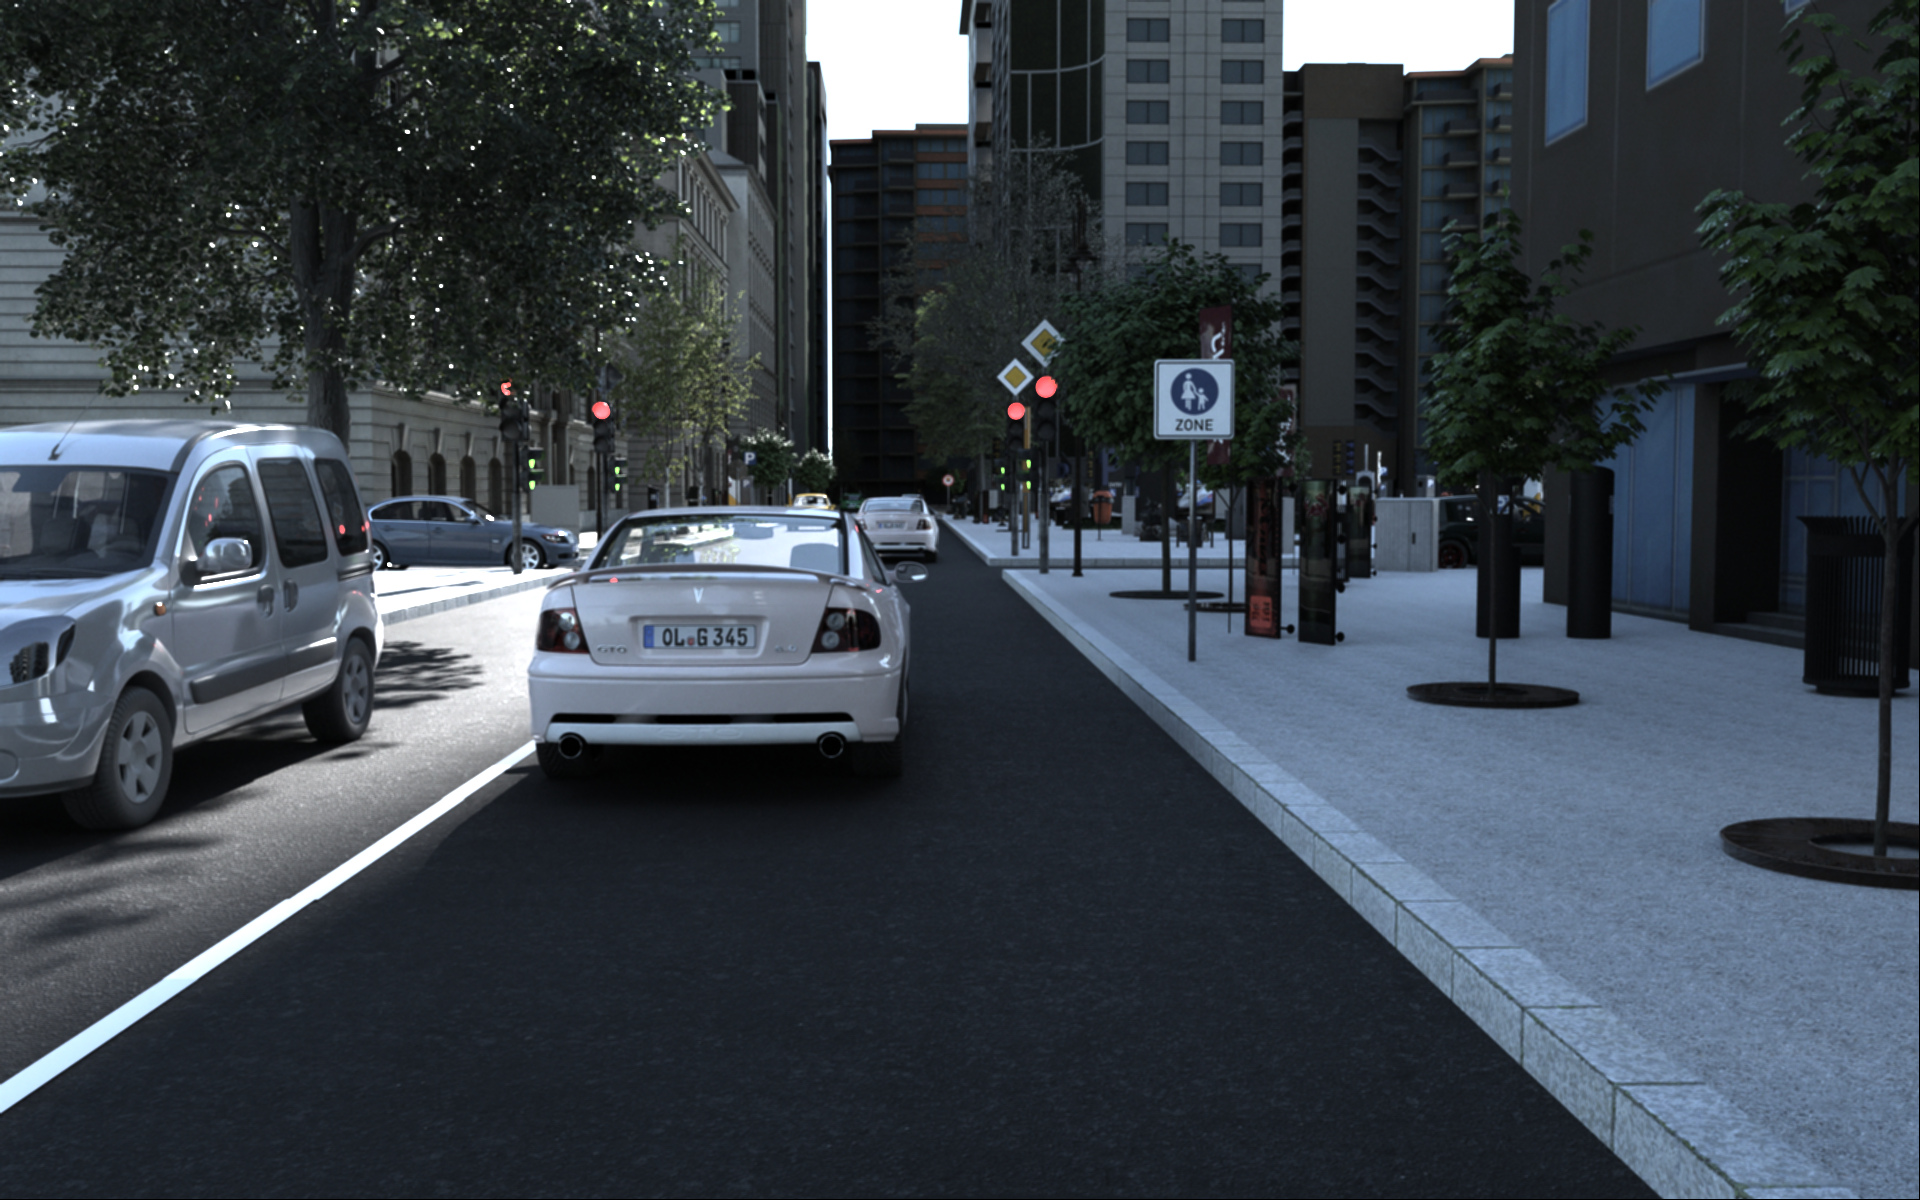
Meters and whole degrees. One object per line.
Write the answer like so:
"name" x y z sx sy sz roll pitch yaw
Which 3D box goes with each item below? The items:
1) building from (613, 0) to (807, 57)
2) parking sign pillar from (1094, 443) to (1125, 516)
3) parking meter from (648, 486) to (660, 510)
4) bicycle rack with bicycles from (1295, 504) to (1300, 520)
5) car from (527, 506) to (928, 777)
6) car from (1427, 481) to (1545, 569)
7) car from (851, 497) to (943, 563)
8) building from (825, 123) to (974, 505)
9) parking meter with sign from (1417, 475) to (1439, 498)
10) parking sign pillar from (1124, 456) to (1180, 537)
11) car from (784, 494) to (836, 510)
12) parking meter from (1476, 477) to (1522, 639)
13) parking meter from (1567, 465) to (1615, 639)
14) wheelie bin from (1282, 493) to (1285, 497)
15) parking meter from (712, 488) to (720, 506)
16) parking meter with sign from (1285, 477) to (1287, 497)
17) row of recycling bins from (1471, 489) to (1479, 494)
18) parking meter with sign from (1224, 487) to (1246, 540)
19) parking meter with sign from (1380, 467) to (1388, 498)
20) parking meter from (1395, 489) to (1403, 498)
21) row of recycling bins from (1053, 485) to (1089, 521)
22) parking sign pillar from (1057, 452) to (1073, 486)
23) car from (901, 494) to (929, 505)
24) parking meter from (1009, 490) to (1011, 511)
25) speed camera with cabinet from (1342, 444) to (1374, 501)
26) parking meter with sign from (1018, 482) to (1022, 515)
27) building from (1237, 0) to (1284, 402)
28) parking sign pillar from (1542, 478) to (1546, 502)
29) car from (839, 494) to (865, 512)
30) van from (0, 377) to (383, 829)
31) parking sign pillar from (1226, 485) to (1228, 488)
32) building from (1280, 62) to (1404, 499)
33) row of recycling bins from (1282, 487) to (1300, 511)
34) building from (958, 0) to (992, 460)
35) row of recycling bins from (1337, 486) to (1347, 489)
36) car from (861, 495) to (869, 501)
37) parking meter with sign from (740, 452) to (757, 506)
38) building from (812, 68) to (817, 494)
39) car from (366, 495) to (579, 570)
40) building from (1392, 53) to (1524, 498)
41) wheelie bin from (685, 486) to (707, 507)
"building" -19.003 -27.428 132.041 14.154 41.232 14.086 0 4 -2
"parking sign pillar" 6.301 -5.165 72.921 1.447 3.967 1.447 -2 4 -33
"parking meter" -9.248 -2.691 52.416 0.372 1.533 0.369 0 3 0
"bicycle rack with bicycles" 18.274 -4.548 87.737 2.925 0.926 2.852 -2 4 -27
"car" -1.230 0.134 10.163 2.083 1.381 4.827 0 4 -1
"car" 9.995 -1.313 31.252 4.222 1.686 2.009 0 3 0
"car" -1.405 -1.545 37.629 2.083 1.381 4.827 0 4 0
"building" -2.796 -33.806 207.345 28.867 44.769 22.147 0 4 -2
"parking meter with sign" 18.612 -4.459 69.162 0.543 3.016 1.738 -1 4 -20
"parking sign pillar" 5.967 -3.900 52.231 1.447 3.967 1.447 -1 4 -13
"car" -5.900 -3.575 68.669 2.015 1.641 3.980 0 4 0
"parking meter" 4.824 -0.433 15.489 0.372 1.533 0.369 0 3 0
"parking meter" 5.625 -0.431 15.450 0.372 1.533 0.369 0 3 0
"wheelie bin" 18.558 -5.705 101.187 0.693 1.594 0.980 -1 4 -18
"parking meter" -10.727 -4.147 76.208 0.372 1.533 0.369 0 3 0
"parking meter with sign" 12.372 -4.517 70.110 1.738 3.016 0.543 1 4 23
"row of recycling bins" 26.983 -4.936 87.820 1.069 1.692 3.534 -1 4 -9
"parking meter with sign" 7.976 -3.194 48.489 0.543 3.016 1.738 -1 4 -20
"parking meter with sign" 26.950 -6.982 110.417 0.543 3.016 1.738 1 4 14
"parking meter" 22.796 -4.988 89.965 0.372 1.533 0.369 0 3 0
"row of recycling bins" 5.255 -4.564 81.742 1.069 1.692 3.534 -1 4 -14
"parking sign pillar" 6.628 -7.392 109.337 1.447 3.967 1.447 -2 4 -28
"car" -2.851 -5.593 103.451 2.014 1.417 4.499 0 4 0
"parking meter" 2.658 -4.865 87.946 0.372 1.533 0.369 0 3 0
"speed camera with cabinet" 15.438 -4.565 68.976 2.038 3.252 0.660 1 4 17
"parking meter with sign" 3.680 -6.807 107.553 0.543 3.016 1.738 -2 4 -32
"building" 11.213 -42.053 125.817 20.563 71.187 20.611 0 4 -2
"parking sign pillar" 30.541 -6.144 88.924 1.447 3.967 1.447 -3 5 -42
"car" -8.031 -7.352 129.008 1.959 1.807 4.718 0 4 -2
"van" -4.324 -0.104 8.712 2.013 2.044 4.112 0 4 0
"parking sign pillar" 13.352 -6.249 90.642 1.447 3.967 1.447 -1 4 -12
"building" 36.111 -32.262 177.600 14.200 45.320 14.600 0 4 -2
"row of recycling bins" 18.822 -5.840 102.595 3.534 1.692 1.069 0 4 -4
"building" 14.565 -35.586 171.067 28.713 52.752 27.495 0 4 -2
"row of recycling bins" 20.364 -5.158 91.439 1.069 1.692 3.534 -2 4 -35
"car" -8.962 -8.783 156.182 1.945 1.354 3.894 0 4 -1
"parking meter with sign" -8.670 -4.540 70.493 0.543 3.016 1.738 0 4 2
"building" -20.766 -29.210 161.175 14.154 41.232 14.086 0 4 -2
"car" -9.209 -1.190 31.463 4.499 1.417 2.014 0 4 -1
"building" 57.718 -31.842 175.240 28.867 44.769 22.147 0 4 -2
"wheelie bin" -10.905 -3.902 71.698 0.980 1.594 0.693 1 4 12
